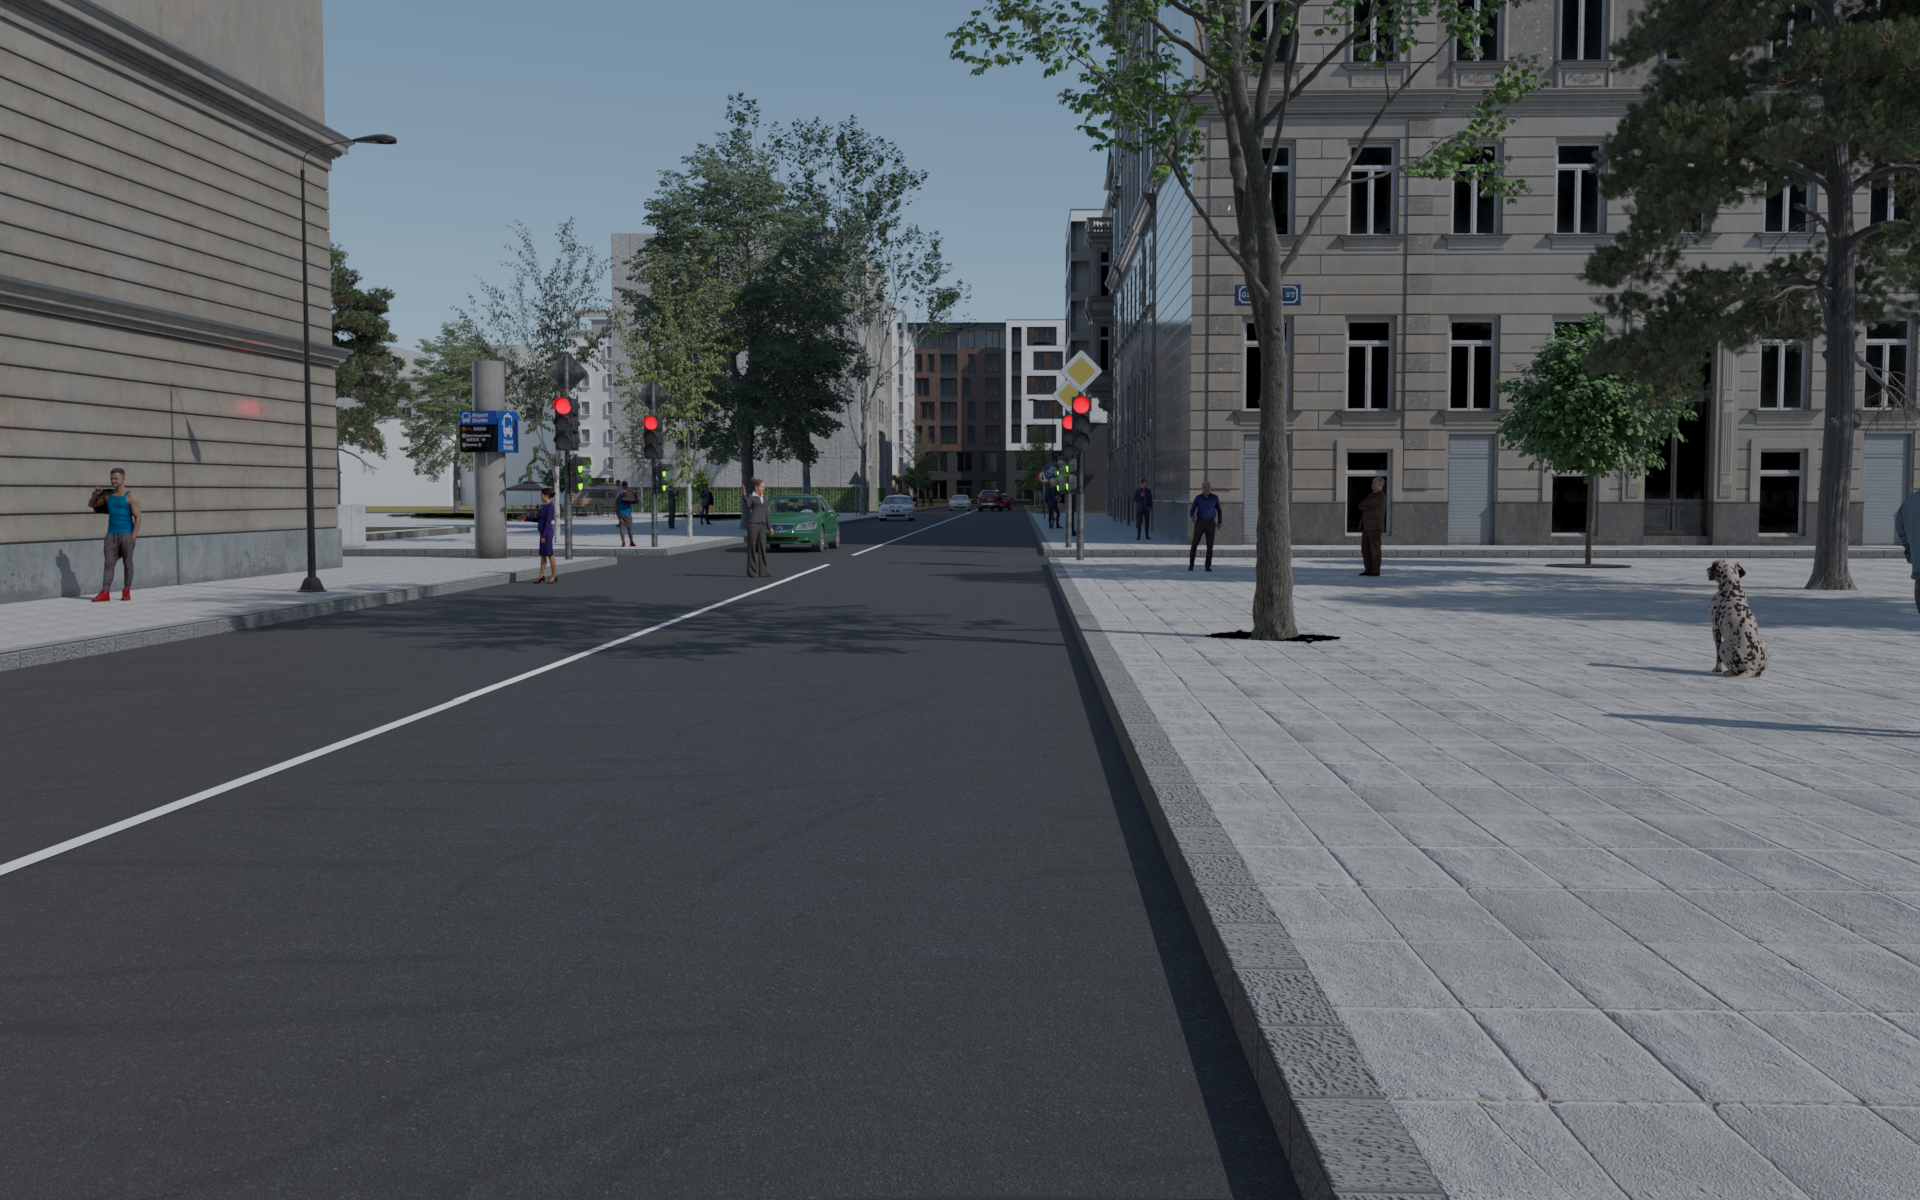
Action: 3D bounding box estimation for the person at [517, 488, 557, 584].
[{"bbox_3d":[-6.709,-1.025,27.626,0.546,1.535,0.453,-3,5,-42],"label":"person"}]

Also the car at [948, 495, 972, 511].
[{"bbox_3d":[0.016,-8.351,148.905,2.083,1.381,4.827,0,4,1],"label":"car"}]

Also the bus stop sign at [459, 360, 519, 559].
[{"bbox_3d":[-9.357,-2.779,34.453,0.837,3.901,0.837,1,4,14],"label":"bus stop sign"}]

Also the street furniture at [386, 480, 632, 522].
[{"bbox_3d":[-25.428,-5.390,93.162,14.083,1.986,27.439,0,4,-3],"label":"street furniture"}]

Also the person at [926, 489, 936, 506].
[{"bbox_3d":[-3.102,-10.969,185.474,1.348,1.812,0.705,-2,4,-30],"label":"person"}]

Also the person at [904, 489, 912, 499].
[{"bbox_3d":[-4.988,-9.663,164.579,0.990,1.755,0.434,-1,4,-21],"label":"person"}]

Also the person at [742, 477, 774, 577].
[{"bbox_3d":[-3.480,-1.247,29.692,0.445,1.727,0.742,1,4,10],"label":"person"}]

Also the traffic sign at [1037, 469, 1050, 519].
[{"bbox_3d":[4.358,-5.449,89.197,0.768,2.556,0.104,0,4,4],"label":"traffic sign"}]

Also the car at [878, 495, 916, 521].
[{"bbox_3d":[-3.379,-4.966,93.548,2.083,1.381,4.827,0,4,1],"label":"car"}]

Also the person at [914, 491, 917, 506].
[{"bbox_3d":[-4.391,-10.281,174.965,0.721,1.723,1.217,-2,4,-29],"label":"person"}]

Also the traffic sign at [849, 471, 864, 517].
[{"bbox_3d":[-5.786,-5.903,96.525,0.884,2.594,0.081,0,4,4],"label":"traffic sign"}]

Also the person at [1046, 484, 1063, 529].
[{"bbox_3d":[3.555,-3.540,64.372,0.683,1.767,0.568,-3,5,-43],"label":"person"}]

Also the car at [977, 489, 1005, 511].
[{"bbox_3d":[2.563,-8.311,144.557,2.281,1.827,5.304,0,4,3],"label":"car"}]

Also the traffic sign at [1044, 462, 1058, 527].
[{"bbox_3d":[3.673,-4.165,68.211,0.768,2.556,0.104,0,4,5],"label":"traffic sign"}]

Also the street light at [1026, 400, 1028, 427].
[{"bbox_3d":[3.977,-6.840,84.368,1.470,5.913,1.316,0,4,2],"label":"street light"}]

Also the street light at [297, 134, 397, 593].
[{"bbox_3d":[-7.958,-3.056,22.512,1.470,5.913,1.316,0,4,2],"label":"street light"}]

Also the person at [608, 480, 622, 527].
[{"bbox_3d":[-13.295,-3.736,66.996,0.599,1.838,0.709,-2,4,-27],"label":"person"}]

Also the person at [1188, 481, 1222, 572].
[{"bbox_3d":[3.995,-1.221,28.703,0.574,1.496,0.600,2,4,29],"label":"person"}]

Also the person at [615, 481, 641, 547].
[{"bbox_3d":[-8.063,-2.091,42.109,0.647,1.594,0.662,0,4,-5],"label":"person"}]

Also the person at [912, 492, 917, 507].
[{"bbox_3d":[-4.405,-9.733,168.373,0.628,1.438,0.799,-3,5,-41],"label":"person"}]

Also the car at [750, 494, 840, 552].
[{"bbox_3d":[-4.200,-1.988,44.300,2.131,1.459,4.920,0,4,4],"label":"car"}]

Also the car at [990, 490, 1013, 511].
[{"bbox_3d":[3.620,-8.775,152.509,2.155,1.783,4.494,0,4,3],"label":"car"}]

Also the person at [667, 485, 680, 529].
[{"bbox_3d":[-10.596,-3.515,64.319,0.742,1.727,0.445,2,4,30],"label":"person"}]

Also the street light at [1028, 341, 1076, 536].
[{"bbox_3d":[2.892,-4.906,52.755,1.470,5.913,1.316,0,4,2],"label":"street light"}]

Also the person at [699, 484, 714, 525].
[{"bbox_3d":[-10.623,-4.023,72.636,0.431,1.722,0.655,3,4,36],"label":"person"}]

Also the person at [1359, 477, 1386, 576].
[{"bbox_3d":[6.433,-1.145,27.027,0.388,1.546,0.482,-1,4,-8],"label":"person"}]

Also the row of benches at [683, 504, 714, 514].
[{"bbox_3d":[-16.420,-5.711,108.843,1.422,0.672,4.104,-2,4,-27],"label":"row of benches"}]

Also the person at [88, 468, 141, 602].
[{"bbox_3d":[-10.186,-0.789,20.819,0.647,1.594,0.662,0,4,-6],"label":"person"}]

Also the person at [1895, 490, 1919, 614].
[{"bbox_3d":[5.184,-0.052,9.101,0.429,1.552,0.499,0,4,8],"label":"person"}]

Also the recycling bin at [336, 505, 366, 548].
[{"bbox_3d":[-14.712,-1.769,41.473,0.722,1.027,0.722,-3,5,-41],"label":"recycling bin"}]

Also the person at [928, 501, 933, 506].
[{"bbox_3d":[-3.251,-11.325,192.127,0.541,1.710,0.530,3,5,42],"label":"person"}]

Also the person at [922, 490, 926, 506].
[{"bbox_3d":[-3.809,-10.815,183.003,0.705,1.807,1.348,0,4,5],"label":"person"}]

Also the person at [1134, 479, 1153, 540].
[{"bbox_3d":[5.140,-2.548,48.625,0.541,1.710,0.530,0,4,0],"label":"person"}]

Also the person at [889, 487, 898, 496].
[{"bbox_3d":[-5.194,-7.972,136.376,0.705,1.826,1.348,3,5,43],"label":"person"}]
